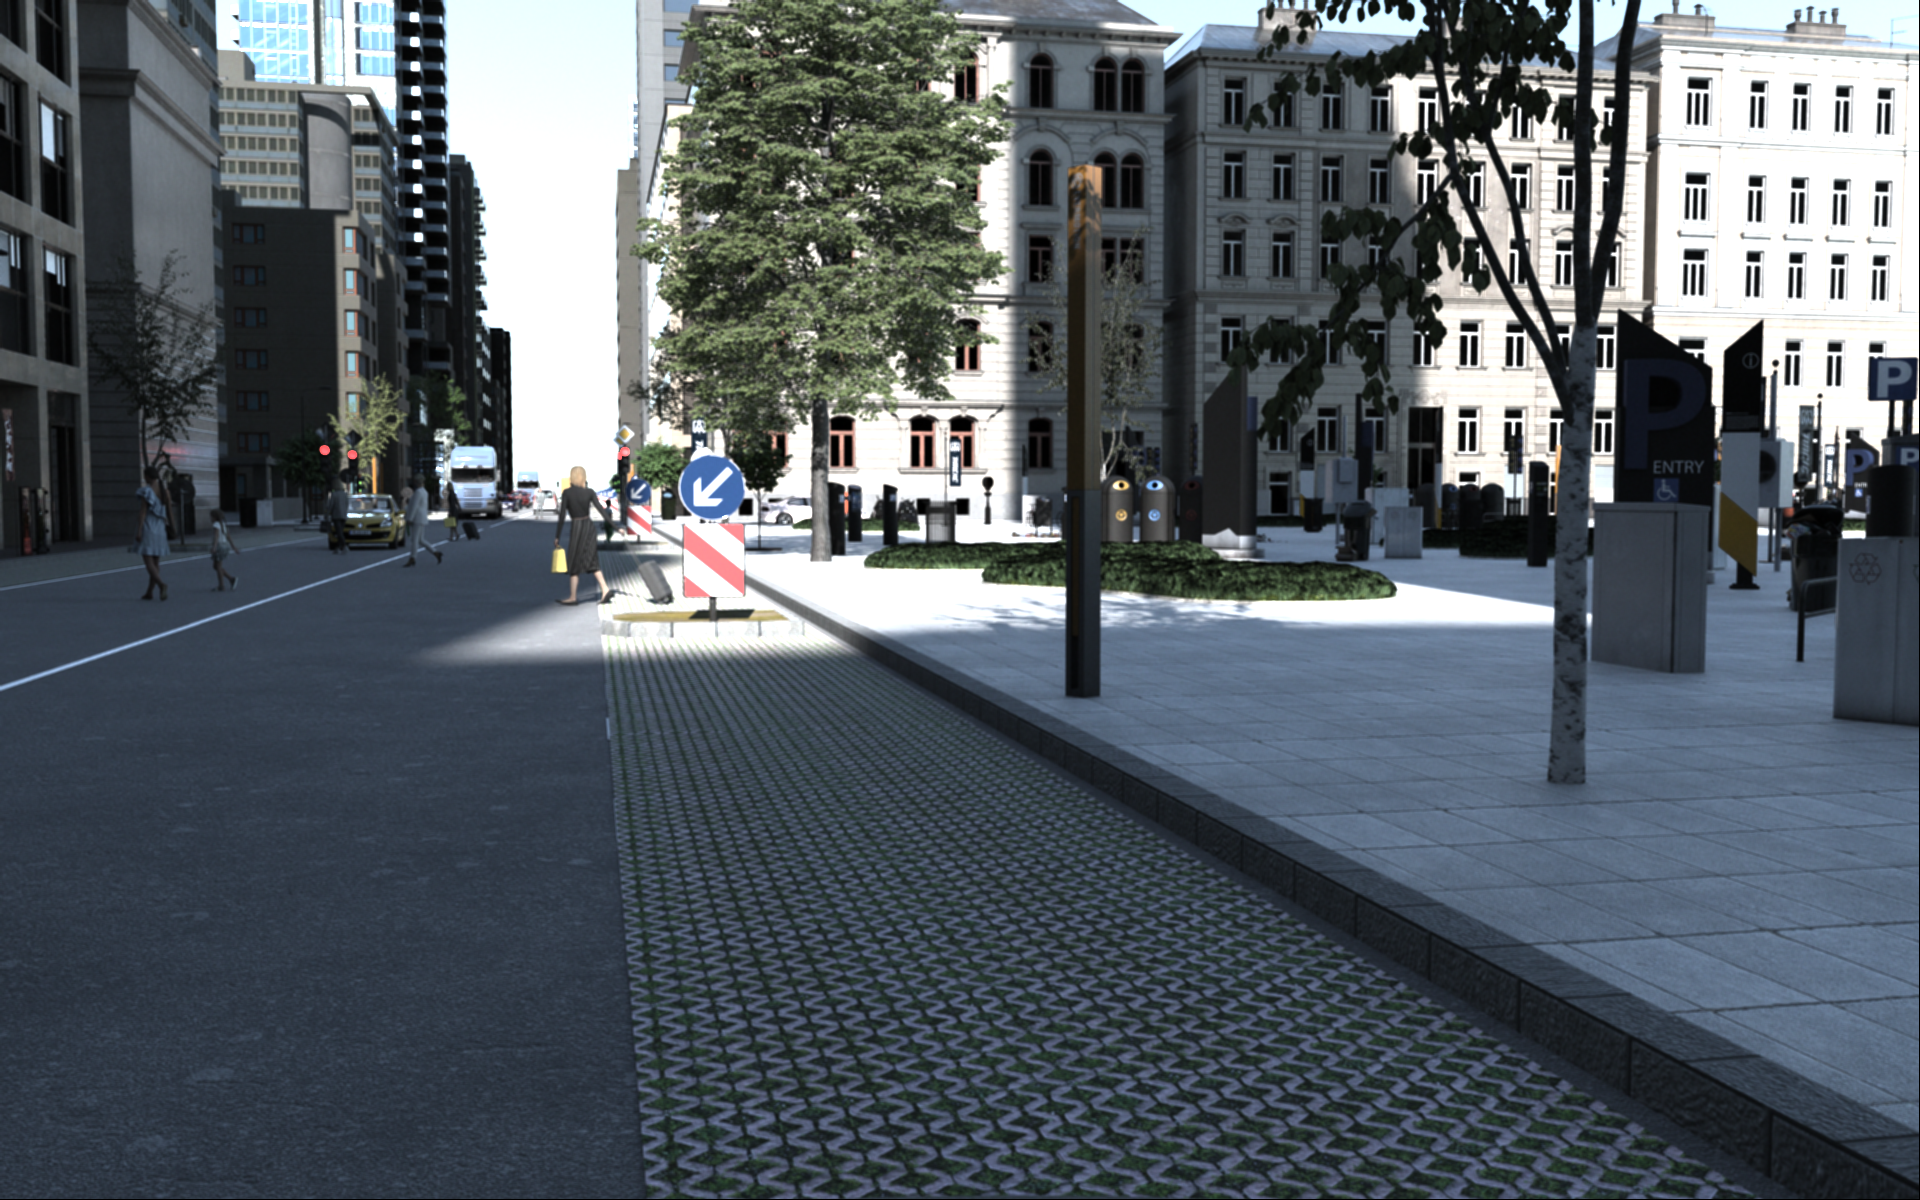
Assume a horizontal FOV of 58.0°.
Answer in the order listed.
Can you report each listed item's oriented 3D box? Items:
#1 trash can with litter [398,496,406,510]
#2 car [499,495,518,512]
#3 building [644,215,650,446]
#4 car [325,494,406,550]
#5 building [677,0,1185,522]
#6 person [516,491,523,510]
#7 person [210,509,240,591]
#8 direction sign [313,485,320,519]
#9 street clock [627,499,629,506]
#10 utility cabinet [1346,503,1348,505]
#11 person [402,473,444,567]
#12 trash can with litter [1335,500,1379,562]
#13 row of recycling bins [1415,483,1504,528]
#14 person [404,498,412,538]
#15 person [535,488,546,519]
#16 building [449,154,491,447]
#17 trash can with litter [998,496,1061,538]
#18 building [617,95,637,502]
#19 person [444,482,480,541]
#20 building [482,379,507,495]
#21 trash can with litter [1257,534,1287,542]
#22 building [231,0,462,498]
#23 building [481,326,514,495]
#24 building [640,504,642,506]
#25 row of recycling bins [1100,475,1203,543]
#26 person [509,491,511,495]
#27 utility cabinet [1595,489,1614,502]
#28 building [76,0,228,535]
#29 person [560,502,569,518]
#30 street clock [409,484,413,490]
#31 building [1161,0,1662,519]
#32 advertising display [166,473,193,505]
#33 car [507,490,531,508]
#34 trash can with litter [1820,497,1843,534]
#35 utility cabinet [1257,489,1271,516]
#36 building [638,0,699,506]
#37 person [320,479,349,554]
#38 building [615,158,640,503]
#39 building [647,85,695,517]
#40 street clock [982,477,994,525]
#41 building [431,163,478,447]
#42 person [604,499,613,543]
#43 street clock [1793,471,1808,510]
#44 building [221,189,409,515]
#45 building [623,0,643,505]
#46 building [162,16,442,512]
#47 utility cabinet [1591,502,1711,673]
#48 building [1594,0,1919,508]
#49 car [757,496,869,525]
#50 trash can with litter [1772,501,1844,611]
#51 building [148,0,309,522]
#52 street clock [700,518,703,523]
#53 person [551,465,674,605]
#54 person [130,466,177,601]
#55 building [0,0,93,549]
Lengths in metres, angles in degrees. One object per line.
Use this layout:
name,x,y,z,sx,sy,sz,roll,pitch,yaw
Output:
trash can with litter,-37.407,-6.468,117.141,0.624,1.170,1.055,2,4,29
car,-36.381,-7.714,138.703,1.945,1.354,3.894,-1,4,-10
building,-18.929,-21.836,142.917,13.634,28.700,20.117,-1,4,-12
car,-15.704,-2.183,45.910,2.015,1.641,3.980,-1,4,-13
building,-2.102,-18.411,88.406,23.554,28.519,14.401,-1,4,-12
person,-40.650,-9.211,159.814,0.721,1.736,1.217,1,4,20
person,-10.888,-0.737,25.563,0.382,1.210,0.505,0,4,-5
direction sign,-32.635,-5.855,87.730,0.379,3.537,0.876,2,4,33
street clock,-27.462,-8.476,143.157,0.471,2.002,0.358,-1,4,-10
utility cabinet,12.331,-2.556,52.952,1.020,1.237,0.306,0,4,-3
person,-10.632,-1.583,34.256,0.818,1.842,0.514,-1,4,-23
trash can with litter,7.597,-1.336,33.229,0.624,1.170,1.055,2,4,30
row of recycling bins,19.015,-3.603,66.016,3.534,1.692,1.069,-1,4,-13
person,-17.836,-2.654,56.146,0.306,1.304,0.590,-2,4,-29
person,-24.395,-5.627,100.603,0.635,1.810,0.391,-1,4,-13
building,-77.829,-38.085,242.300,23.786,49.044,30.456,-1,4,-12
trash can with litter,2.214,-2.478,51.576,2.233,1.210,1.678,2,4,33
building,-42.679,-58.664,271.833,22.319,86.520,31.000,-1,4,-12
person,-15.424,-2.739,53.507,0.699,1.804,1.509,2,4,29
building,-86.081,-26.094,271.672,27.650,21.520,28.899,-1,4,-12
trash can with litter,8.052,-2.384,50.042,2.233,1.210,1.678,-3,5,-41
building,-64.492,-53.226,182.921,22.319,86.520,31.000,-1,4,-12
building,-83.489,-31.939,293.896,14.160,30.474,14.107,-1,4,-12
building,-20.167,-30.859,196.424,32.217,40.220,23.993,-1,4,-12
row of recycling bins,4.763,-1.907,38.295,3.534,1.692,1.069,1,4,17
person,-56.567,-12.806,217.846,1.348,1.831,0.705,1,4,11
utility cabinet,26.375,-3.765,70.236,1.173,1.500,0.318,3,5,45
building,-38.165,-13.162,57.007,24.055,21.916,13.314,-1,4,-12
person,-23.663,-5.794,103.900,0.731,1.740,0.598,-3,4,-36
street clock,-40.500,-7.538,127.824,0.358,2.002,0.471,-1,4,-14
building,22.077,-18.009,91.706,25.104,27.353,12.463,-1,4,-12
advertising display,-24.460,-3.004,54.323,0.974,1.923,0.123,1,4,22
car,-44.397,-10.134,174.370,2.281,1.827,5.304,-1,4,-14
trash can with litter,20.144,-1.736,39.444,1.678,1.210,2.233,-2,4,-33
utility cabinet,14.328,-4.558,83.200,1.173,1.500,0.318,2,4,23
building,-20.540,-38.358,169.146,21.231,58.520,28.212,-1,4,-12
person,-14.883,-1.997,41.339,0.728,1.800,0.709,2,4,33
building,-37.924,-38.116,246.896,21.300,48.544,21.600,-1,4,-12
building,-10.614,-19.087,116.588,19.350,26.468,34.151,-1,4,-12
street clock,1.163,-4.139,72.239,0.358,2.002,0.471,3,5,45
building,-65.645,-32.046,207.538,14.154,41.232,14.086,-1,4,-12
person,-9.449,-2.064,46.487,0.306,1.304,0.590,1,4,9
street clock,26.096,-3.010,53.784,0.471,2.002,0.358,2,4,32
building,-53.108,-16.632,116.966,27.650,21.520,28.899,-1,4,-12
building,-31.731,-47.556,215.787,20.563,71.187,20.611,-1,4,-12
building,-64.180,-28.373,155.776,32.217,40.220,23.993,-1,4,-12
utility cabinet,5.115,-0.104,12.867,0.306,1.237,1.020,-1,4,-13
building,44.007,-19.041,97.227,20.117,28.700,13.634,-1,4,-12
car,-6.331,-3.817,74.765,4.827,1.381,2.083,-1,4,-12
trash can with litter,9.347,-0.474,19.130,0.624,1.170,1.055,1,4,14
building,-49.385,-23.863,82.033,32.217,40.220,23.993,-1,4,-12
street clock,-7.178,-2.676,48.330,0.358,2.002,0.471,-1,4,-8
person,-4.504,-0.831,22.304,1.509,1.804,0.699,0,4,3
person,-10.821,-0.901,23.331,0.778,1.811,0.616,3,5,40
building,-29.676,-13.680,28.190,19.350,26.468,34.151,-1,4,-12
